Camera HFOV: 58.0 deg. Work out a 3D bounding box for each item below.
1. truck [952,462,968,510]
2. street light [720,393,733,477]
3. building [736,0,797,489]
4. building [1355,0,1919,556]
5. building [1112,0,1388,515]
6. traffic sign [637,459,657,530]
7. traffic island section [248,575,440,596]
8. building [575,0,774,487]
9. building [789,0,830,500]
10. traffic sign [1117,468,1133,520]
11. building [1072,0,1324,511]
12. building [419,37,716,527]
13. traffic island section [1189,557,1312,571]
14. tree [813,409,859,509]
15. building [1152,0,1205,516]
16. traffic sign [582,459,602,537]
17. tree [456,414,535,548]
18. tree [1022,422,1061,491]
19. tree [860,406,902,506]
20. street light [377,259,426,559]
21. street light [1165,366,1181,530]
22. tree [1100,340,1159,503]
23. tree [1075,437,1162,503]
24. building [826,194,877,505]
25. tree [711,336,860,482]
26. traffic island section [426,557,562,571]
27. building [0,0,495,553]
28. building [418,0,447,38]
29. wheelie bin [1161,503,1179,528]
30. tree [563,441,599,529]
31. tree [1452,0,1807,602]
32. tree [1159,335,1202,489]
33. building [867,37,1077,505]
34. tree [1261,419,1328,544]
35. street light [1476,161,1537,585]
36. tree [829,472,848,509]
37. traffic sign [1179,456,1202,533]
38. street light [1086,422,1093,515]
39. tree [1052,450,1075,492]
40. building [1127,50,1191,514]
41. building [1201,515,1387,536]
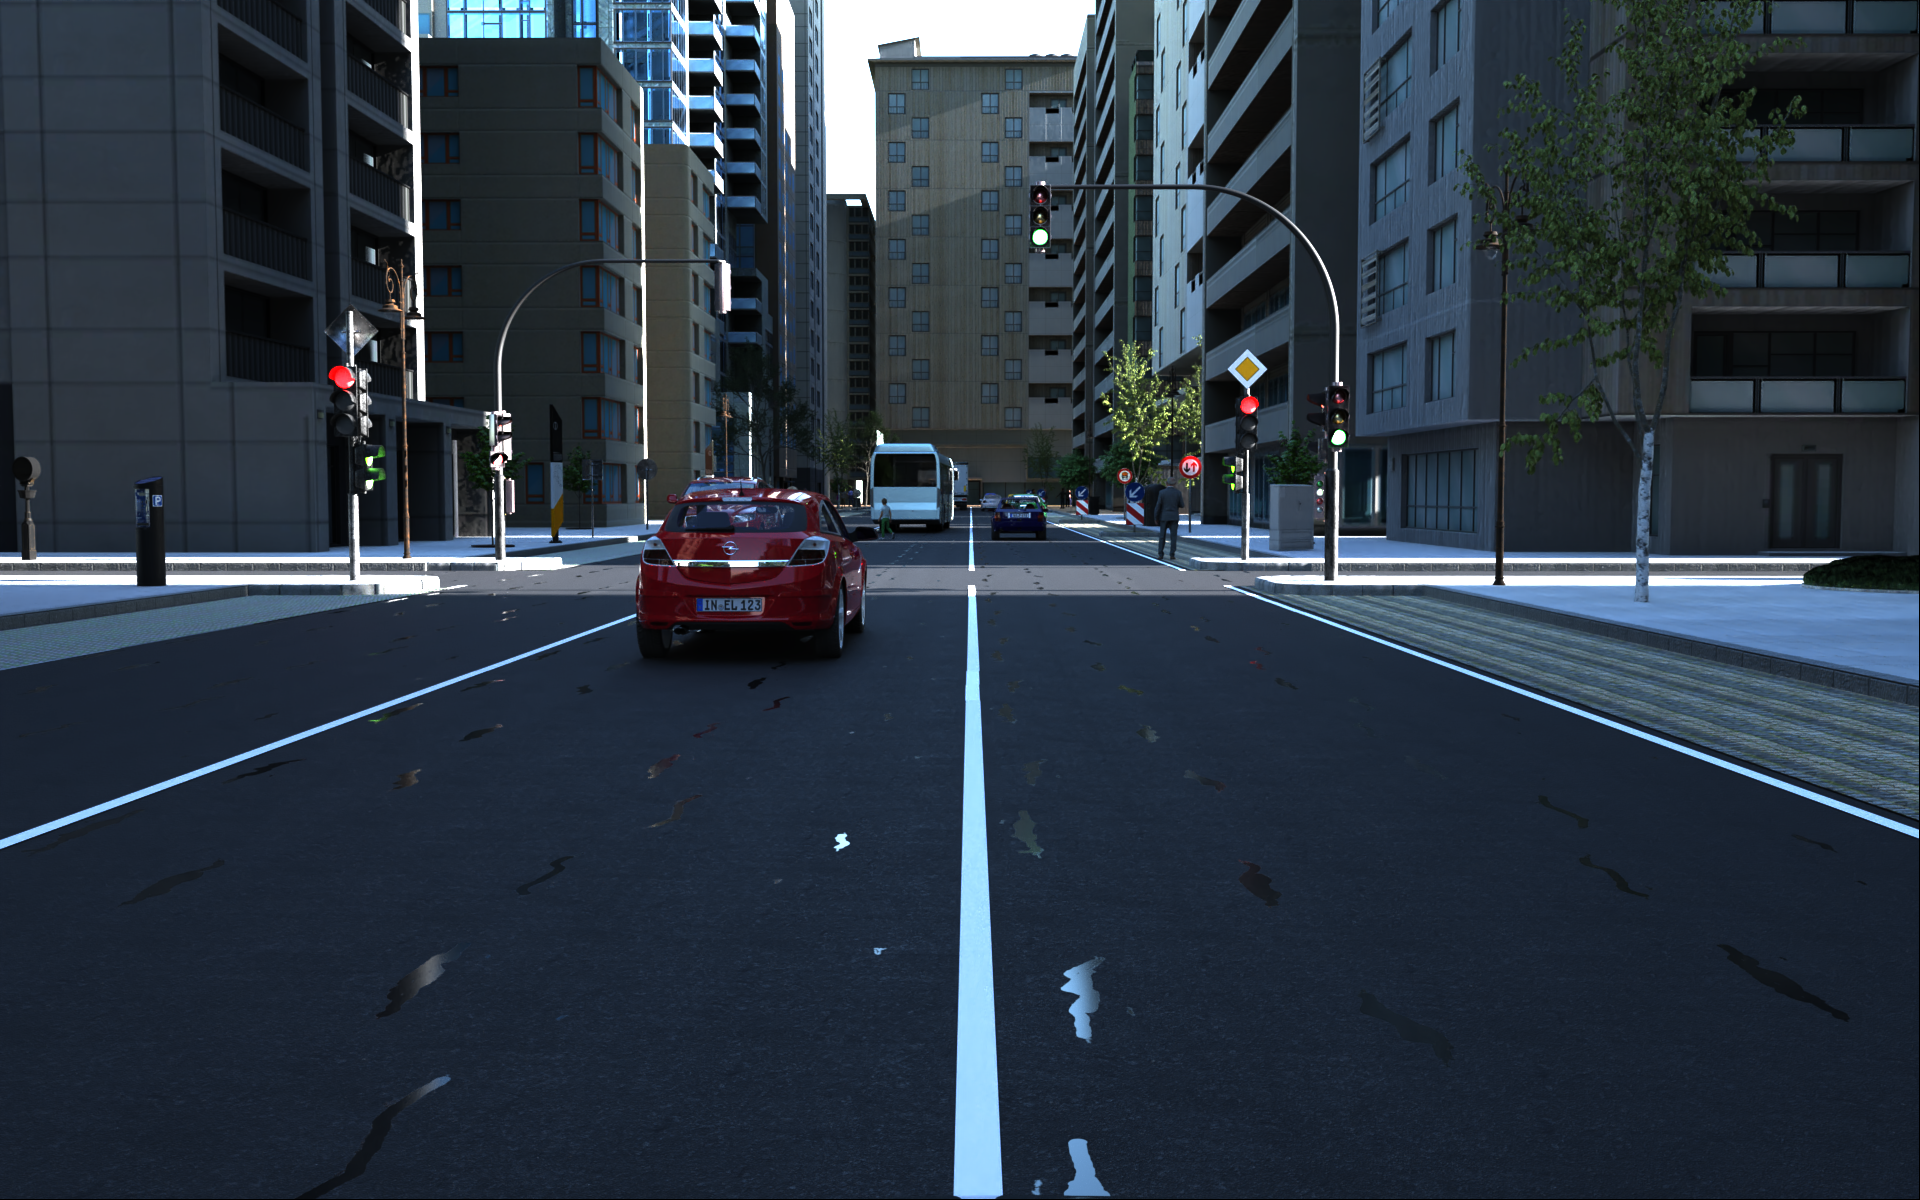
[{"bbox_3d":[-0.578,-10.302,157.349,2.839,4.237,11.283,0,4,-1],"label":"truck"},{"bbox_3d":[-10.729,-6.527,79.511,0.468,5.910,1.993,0,4,0],"label":"street light"},{"bbox_3d":[-21.539,-30.373,146.703,14.600,45.320,14.200,0,4,0],"label":"building"},{"bbox_3d":[17.835,-21.815,40.264,14.086,41.232,14.154,0,4,0],"label":"building"},{"bbox_3d":[21.762,-31.198,133.791,21.300,48.544,21.600,0,4,0],"label":"building"},{"bbox_3d":[-11.260,-3.804,62.296,0.768,2.556,0.104,0,4,6],"label":"traffic sign"},{"bbox_3d":[-9.027,-0.215,25.792,2.009,0.180,2.903,0,4,0],"label":"traffic island section"},{"bbox_3d":[-24.368,-49.534,122.558,22.319,86.520,31.000,0,4,0],"label":"building"},{"bbox_3d":[-24.113,-44.775,170.327,20.611,71.187,20.563,0,4,0],"label":"building"},{"bbox_3d":[8.106,-5.206,85.224,0.768,2.556,0.104,1,4,8],"label":"traffic sign"},{"bbox_3d":[22.325,-33.395,169.709,21.300,48.544,21.600,0,4,0],"label":"building"},{"bbox_3d":[-27.312,-14.396,80.417,27.650,21.520,28.899,0,4,0],"label":"building"},{"bbox_3d":[5.564,-0.697,33.681,2.009,0.180,2.903,0,4,0],"label":"traffic island section"},{"bbox_3d":[-10.436,-12.046,147.322,4.737,8.622,4.395,0,3,0],"label":"tree"},{"bbox_3d":[25.299,-30.877,94.084,28.713,52.752,27.495,0,4,0],"label":"building"},{"bbox_3d":[-10.864,-3.001,51.189,0.606,2.300,0.079,0,4,2],"label":"traffic sign"},{"bbox_3d":[-11.415,-2.892,41.889,1.663,3.219,1.824,0,3,0],"label":"tree"},{"bbox_3d":[8.437,-13.855,176.896,4.737,8.622,4.395,0,3,0],"label":"tree"},{"bbox_3d":[-9.716,-15.262,183.940,7.601,10.594,8.767,1,4,10],"label":"tree"},{"bbox_3d":[-10.991,-3.759,34.246,0.468,5.910,1.993,0,4,0],"label":"street light"},{"bbox_3d":[7.656,-5.488,62.519,0.468,5.910,1.993,0,4,0],"label":"street light"},{"bbox_3d":[8.501,-8.063,82.199,4.737,8.622,4.395,0,3,0],"label":"tree"},{"bbox_3d":[8.991,-6.599,91.614,4.285,4.588,4.351,0,3,0],"label":"tree"},{"bbox_3d":[-22.251,-31.786,211.580,23.993,40.220,32.217,0,4,0],"label":"building"},{"bbox_3d":[-11.678,-10.275,102.406,7.601,10.594,8.767,2,4,30],"label":"tree"},{"bbox_3d":[-8.977,-0.703,33.777,2.009,0.180,2.903,0,4,0],"label":"traffic island section"},{"bbox_3d":[-24.273,-37.183,46.188,20.563,71.187,20.611,0,4,0],"label":"building"},{"bbox_3d":[-49.656,-33.640,169.619,30.456,49.044,23.786,0,4,0],"label":"building"},{"bbox_3d":[7.929,-3.515,65.379,0.693,1.594,0.980,0,4,1],"label":"wheelie bin"},{"bbox_3d":[-13.795,-4.199,63.249,1.663,3.219,1.824,0,3,0],"label":"tree"},{"bbox_3d":[8.121,-4.296,20.601,4.737,8.622,4.395,0,3,0],"label":"tree"},{"bbox_3d":[11.314,-7.739,76.887,4.737,8.622,4.395,0,3,0],"label":"tree"},{"bbox_3d":[3.480,-37.912,209.093,27.495,52.752,28.713,0,4,0],"label":"building"},{"bbox_3d":[8.602,-3.064,44.697,1.663,3.219,1.824,0,3,0],"label":"tree"},{"bbox_3d":[7.591,-3.145,24.208,0.468,5.910,1.993,0,4,0],"label":"street light"},{"bbox_3d":[-10.789,-9.745,153.937,1.663,3.219,1.824,0,3,0],"label":"tree"},{"bbox_3d":[7.649,-3.514,57.559,0.768,2.556,0.104,0,4,6],"label":"traffic sign"},{"bbox_3d":[8.117,-8.291,108.348,0.468,5.910,1.993,0,4,0],"label":"street light"},{"bbox_3d":[8.197,-8.522,123.049,4.285,4.588,4.351,0,3,0],"label":"tree"},{"bbox_3d":[18.141,-21.091,116.545,14.160,30.474,14.107,0,4,0],"label":"building"},{"bbox_3d":[20.830,-26.792,61.753,21.300,48.544,21.600,0,4,0],"label":"building"}]
